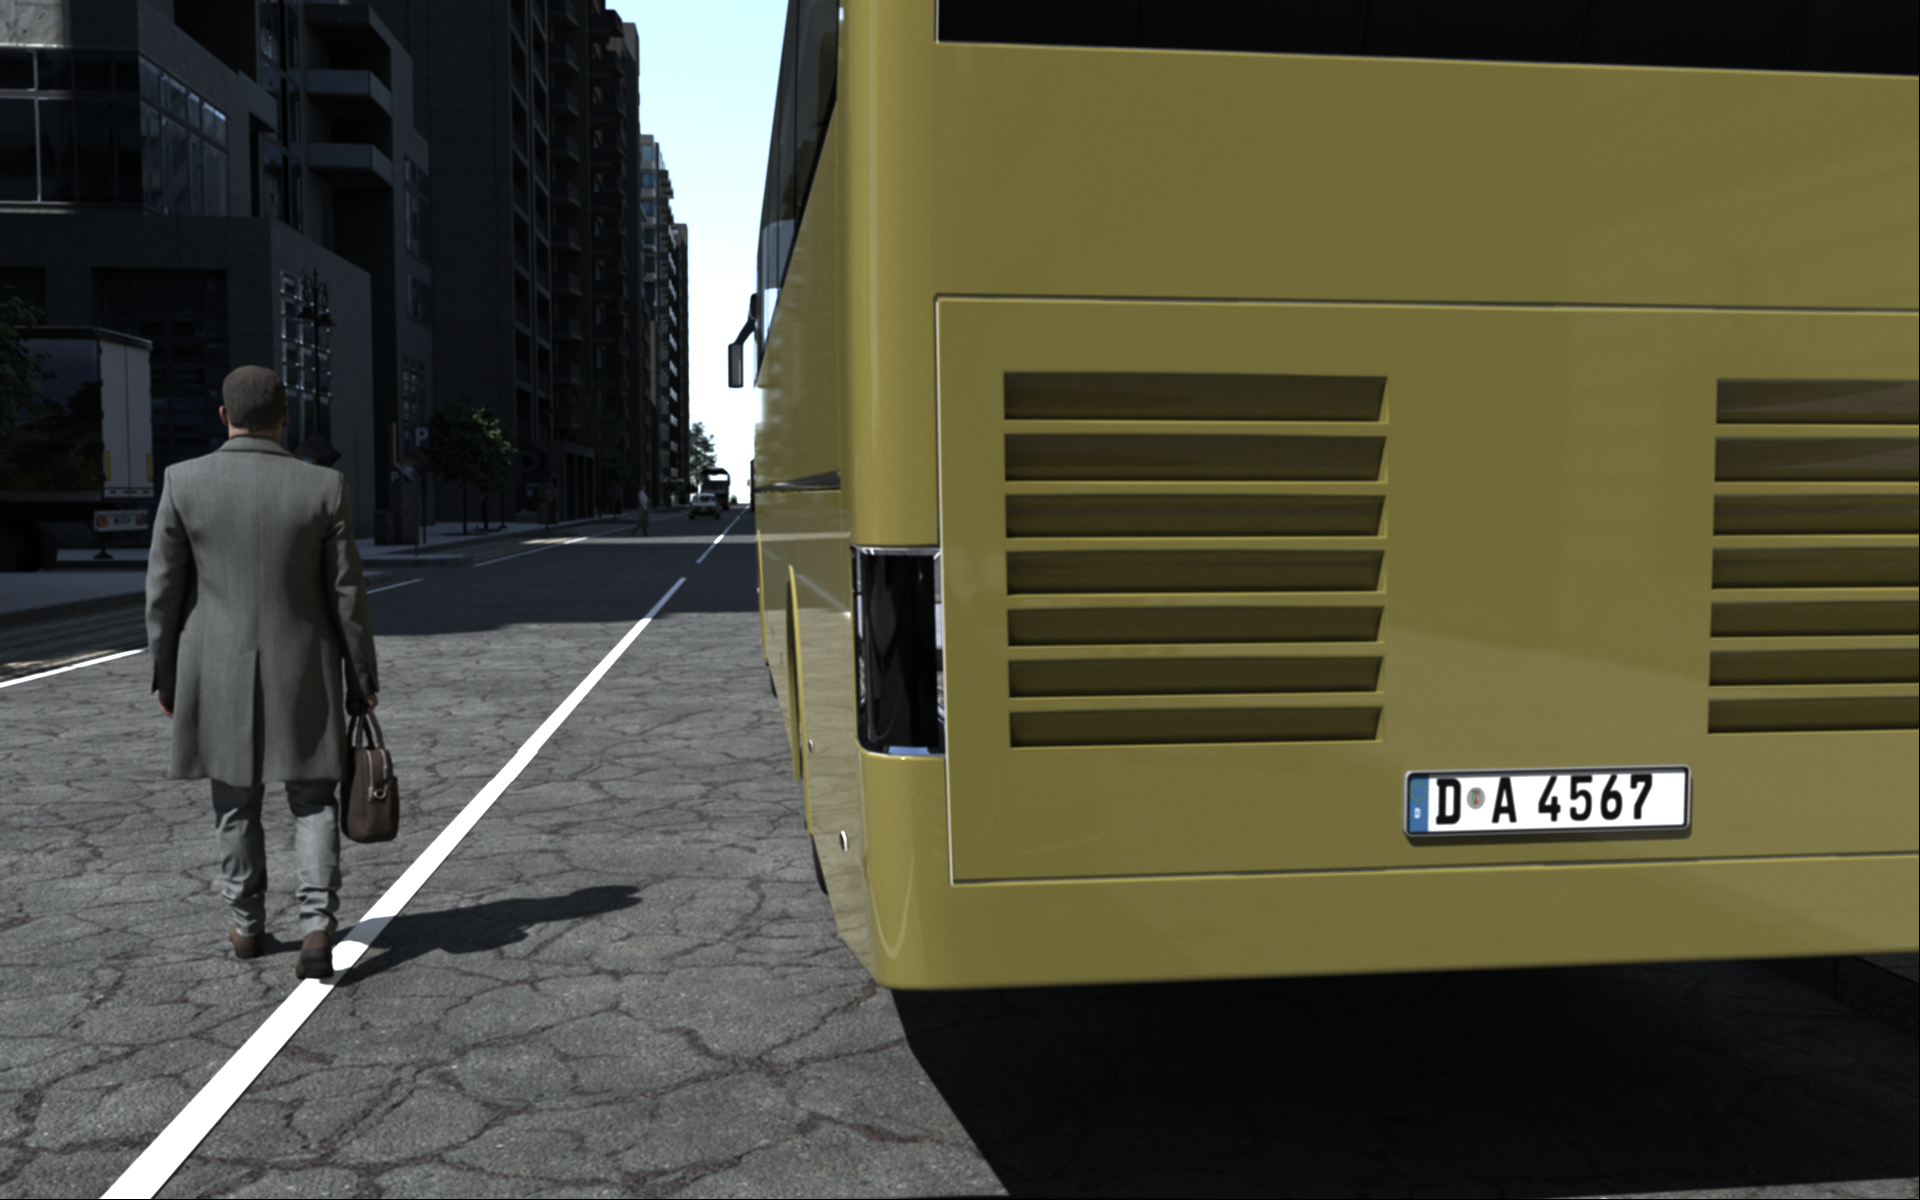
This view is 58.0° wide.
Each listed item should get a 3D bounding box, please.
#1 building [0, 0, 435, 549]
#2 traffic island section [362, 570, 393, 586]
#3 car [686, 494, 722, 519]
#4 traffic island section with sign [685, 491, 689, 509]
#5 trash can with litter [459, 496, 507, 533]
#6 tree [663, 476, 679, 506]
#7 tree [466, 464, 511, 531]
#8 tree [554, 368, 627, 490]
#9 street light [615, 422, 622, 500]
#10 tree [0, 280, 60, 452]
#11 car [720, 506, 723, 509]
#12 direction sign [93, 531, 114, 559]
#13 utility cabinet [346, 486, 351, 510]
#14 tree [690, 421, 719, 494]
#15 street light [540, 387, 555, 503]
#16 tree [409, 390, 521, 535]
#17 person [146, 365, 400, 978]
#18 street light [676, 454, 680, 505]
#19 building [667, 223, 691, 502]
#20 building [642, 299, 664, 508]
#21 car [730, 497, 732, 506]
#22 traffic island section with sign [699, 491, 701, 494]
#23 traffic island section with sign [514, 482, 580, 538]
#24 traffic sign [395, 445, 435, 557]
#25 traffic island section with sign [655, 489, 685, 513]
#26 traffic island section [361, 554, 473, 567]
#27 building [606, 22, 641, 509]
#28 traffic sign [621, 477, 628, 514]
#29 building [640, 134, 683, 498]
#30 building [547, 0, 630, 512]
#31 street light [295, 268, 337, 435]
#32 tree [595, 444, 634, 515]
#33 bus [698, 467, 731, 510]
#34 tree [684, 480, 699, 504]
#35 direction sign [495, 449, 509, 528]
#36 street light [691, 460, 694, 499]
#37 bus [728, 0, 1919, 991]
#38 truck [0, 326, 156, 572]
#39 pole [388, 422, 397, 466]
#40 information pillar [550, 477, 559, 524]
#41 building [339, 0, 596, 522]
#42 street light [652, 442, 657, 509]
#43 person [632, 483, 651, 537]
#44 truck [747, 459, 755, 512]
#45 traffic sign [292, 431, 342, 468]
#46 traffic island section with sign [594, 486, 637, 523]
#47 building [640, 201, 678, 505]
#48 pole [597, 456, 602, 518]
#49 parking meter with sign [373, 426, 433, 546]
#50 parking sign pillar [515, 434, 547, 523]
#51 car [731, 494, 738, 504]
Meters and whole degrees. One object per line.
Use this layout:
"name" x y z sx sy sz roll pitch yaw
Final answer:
"building" -28.891 -45.228 52.142 22.319 86.520 31.000 0 4 -7
"traffic island section" -10.234 -0.321 27.537 2.009 0.180 2.903 0 4 -7
"car" -14.614 -5.439 99.154 2.015 1.641 3.980 0 4 -6
"traffic island section with sign" -25.732 -9.337 161.281 1.989 1.847 2.006 0 4 -7
"trash can with litter" -16.084 -2.882 58.174 1.678 1.210 2.233 -1 4 -9
"tree" -31.437 -11.774 187.107 1.663 3.219 1.824 0 3 0
"tree" -16.469 -4.041 60.677 1.663 3.219 1.824 0 3 0
"tree" -21.763 -9.297 102.366 4.737 8.622 4.395 0 3 0
"street light" -22.026 -8.485 111.523 0.468 5.910 1.993 0 4 -7
"tree" -11.546 -2.126 18.480 4.285 4.588 4.351 0 3 0
"car" -24.190 -9.752 172.020 1.945 1.354 3.894 0 4 -5
"direction sign" -16.934 -2.577 34.131 0.876 3.537 0.379 -3 4 -38
"utility cabinet" -14.513 -1.919 40.051 0.318 1.500 1.173 1 4 10
"tree" -40.910 -21.411 268.203 7.486 12.596 7.792 0 3 0
"street light" -17.780 -6.243 74.865 0.468 5.910 1.993 0 4 -7
"tree" -15.522 -4.320 54.342 4.285 4.588 4.351 0 3 0
"person" -2.074 0.205 5.244 0.694 1.812 0.767 -1 4 -19
"street light" -31.632 -13.551 194.346 0.468 5.910 1.993 0 4 -7
"building" -46.957 -34.851 253.405 14.154 41.232 14.086 0 4 -7
"building" -43.322 -19.652 166.342 27.650 21.520 28.899 0 4 -7
"car" -28.529 -12.267 209.363 1.959 1.807 4.718 0 4 -8
"traffic island section with sign" -35.236 -14.350 243.250 1.989 1.847 2.006 0 4 -7
"traffic island section with sign" -13.746 -3.002 57.714 1.989 1.847 2.006 0 4 -7
"traffic sign" -11.130 -1.943 35.410 0.795 2.450 0.064 0 4 -7
"traffic island section with sign" -22.636 -7.699 134.503 1.989 1.847 2.006 0 4 -7
"traffic island section" -11.152 -0.807 35.469 2.009 0.180 2.903 0 4 -7
"building" -34.201 -28.221 145.013 14.154 41.232 14.086 0 4 -7
"traffic sign" -21.507 -6.727 110.092 0.768 2.556 0.104 0 4 -1
"building" -49.426 -37.364 230.504 23.786 49.044 30.456 0 4 -7
"building" -35.509 -28.658 123.175 22.147 44.769 28.867 0 4 -7
"street light" -13.172 -3.839 35.551 0.468 5.910 1.993 0 4 -7
"tree" -21.797 -7.528 106.789 4.285 4.588 4.351 0 3 0
"bus" -22.619 -10.332 160.473 2.896 3.916 12.252 0 4 -7
"tree" -35.463 -14.183 226.485 1.663 3.219 1.824 0 3 0
"direction sign" -17.135 -4.455 64.833 0.379 3.537 0.876 1 4 17
"street light" -35.990 -15.916 233.007 0.468 5.910 1.993 0 4 -7
"bus" 0.250 -1.076 9.147 2.896 3.916 12.252 0 4 -8
"truck" -20.079 -2.496 29.726 11.283 4.237 2.839 0 4 -5
"pole" -16.139 -3.392 49.306 0.158 3.312 0.155 0 3 0
"information pillar" -17.208 -4.221 73.507 0.304 2.012 0.304 -1 4 -17
"building" -29.474 -39.649 86.509 20.563 71.187 20.611 0 4 -7
"street light" -26.528 -10.849 150.168 0.468 5.910 1.993 0 4 -7
"person" -10.647 -2.999 57.756 0.641 1.798 0.478 0 4 7
"truck" -15.988 -9.404 142.667 2.839 4.237 11.283 -1 4 -8
"traffic sign" -10.211 -1.458 27.478 0.795 2.450 0.064 0 4 -7
"traffic island section with sign" -16.891 -4.671 84.999 1.989 1.847 2.006 0 4 -7
"building" -49.814 -31.279 203.296 32.217 40.220 23.993 0 4 -7
"pole" -19.276 -6.040 92.602 0.158 3.312 0.155 0 3 0
"parking meter with sign" -14.084 -2.904 43.738 0.543 3.016 1.738 1 4 21
"parking sign pillar" -19.081 -5.420 77.085 1.447 3.967 1.447 1 4 10
"car" -31.975 -14.173 241.951 2.015 1.641 3.980 0 4 -6
